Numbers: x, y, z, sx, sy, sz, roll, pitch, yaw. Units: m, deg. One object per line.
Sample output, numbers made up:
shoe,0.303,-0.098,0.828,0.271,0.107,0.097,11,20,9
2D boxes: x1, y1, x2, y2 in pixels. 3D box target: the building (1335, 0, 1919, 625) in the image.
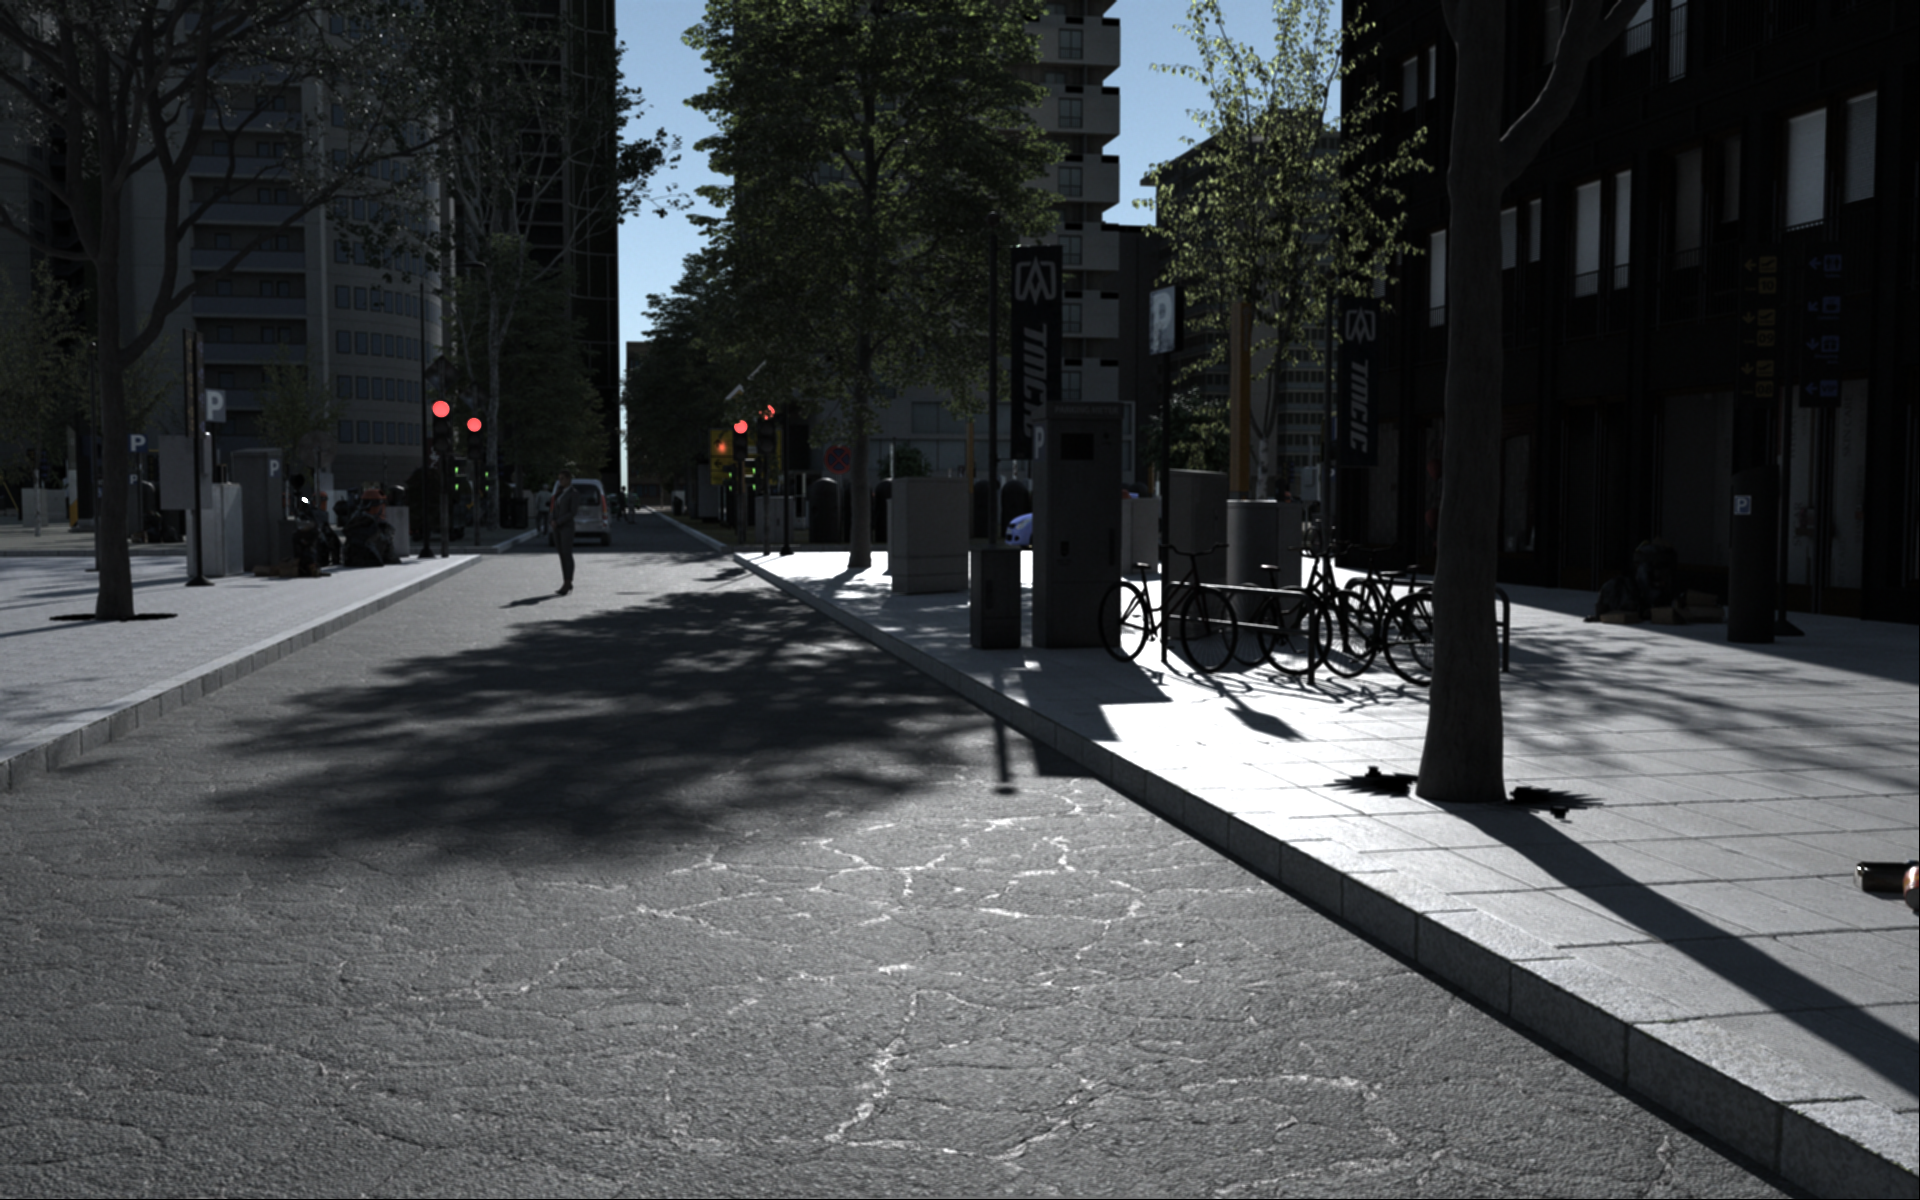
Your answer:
building,14.133,-11.833,23.154,12.332,23.373,15.834,-1,4,-11

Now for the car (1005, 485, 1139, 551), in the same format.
car,2.981,-2.058,43.238,3.694,1.707,1.945,-1,4,-11

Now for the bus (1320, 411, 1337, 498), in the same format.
bus,15.481,-3.232,44.385,12.252,3.916,2.896,-1,4,-9

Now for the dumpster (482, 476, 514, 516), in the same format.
dumpster,-22.629,-5.019,84.550,1.502,2.255,1.985,-1,4,-11

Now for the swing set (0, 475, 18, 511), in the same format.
swing set,-49.631,-5.498,87.508,2.862,2.851,3.119,0,4,-1

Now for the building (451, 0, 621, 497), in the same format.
building,-52.743,-47.428,213.700,20.611,71.187,20.563,-1,4,-11

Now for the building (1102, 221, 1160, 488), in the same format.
building,12.740,-25.396,186.925,14.107,30.474,14.160,-1,4,-11

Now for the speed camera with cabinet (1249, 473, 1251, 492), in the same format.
speed camera with cabinet,11.743,-4.737,71.781,0.660,3.252,2.038,1,4,9

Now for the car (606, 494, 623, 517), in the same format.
car,-22.263,-5.961,109.267,2.131,1.459,4.920,-1,4,-13

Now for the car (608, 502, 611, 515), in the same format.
car,-18.176,-4.502,85.606,2.014,1.417,4.499,-1,4,-13

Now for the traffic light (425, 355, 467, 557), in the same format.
traffic light,-10.413,-2.816,34.971,0.839,4.253,0.868,-1,4,-11

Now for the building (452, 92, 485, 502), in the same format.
building,-57.431,-28.776,162.364,23.993,40.220,32.217,-1,4,-11

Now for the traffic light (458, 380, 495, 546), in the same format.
traffic light,-11.945,-3.296,42.808,0.839,4.253,0.868,-1,4,-11

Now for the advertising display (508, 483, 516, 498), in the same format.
advertising display,-25.716,-5.795,99.965,0.974,1.923,0.123,-2,4,-33

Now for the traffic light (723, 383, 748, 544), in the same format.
traffic light,-5.606,-3.372,44.058,0.839,4.253,0.868,-1,4,-11

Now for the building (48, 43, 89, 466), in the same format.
building,-77.991,-31.666,167.857,14.200,45.320,14.600,-1,4,-11

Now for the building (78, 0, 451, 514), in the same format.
building,-48.952,-35.693,125.578,21.231,58.520,28.212,-1,4,-11

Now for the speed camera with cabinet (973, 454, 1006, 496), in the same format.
speed camera with cabinet,1.252,-5.613,86.104,2.038,3.252,0.660,2,4,28

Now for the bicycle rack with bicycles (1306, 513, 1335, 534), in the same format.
bicycle rack with bicycles,8.425,-1.265,34.068,2.852,0.926,2.925,-1,4,-14

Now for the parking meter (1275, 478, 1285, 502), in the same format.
parking meter,11.984,-3.617,64.851,0.255,1.863,0.399,-1,4,-13

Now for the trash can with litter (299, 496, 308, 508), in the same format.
trash can with litter,-34.305,-4.868,90.984,1.055,1.170,0.624,1,4,9

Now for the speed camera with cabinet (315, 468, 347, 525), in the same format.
speed camera with cabinet,-26.567,-4.822,73.169,0.660,3.252,2.038,-3,5,-43

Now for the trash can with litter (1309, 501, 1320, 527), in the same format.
trash can with litter,13.674,-3.287,65.130,1.055,1.170,0.624,0,4,7

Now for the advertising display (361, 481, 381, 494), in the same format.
advertising display,-28.452,-4.802,83.734,0.123,1.923,0.974,3,5,40

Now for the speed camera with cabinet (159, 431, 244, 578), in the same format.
speed camera with cabinet,-11.571,-1.962,26.413,0.660,3.252,2.038,0,4,-5

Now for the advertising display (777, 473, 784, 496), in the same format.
advertising display,-5.451,-2.937,53.230,0.123,1.923,0.974,-1,4,-18

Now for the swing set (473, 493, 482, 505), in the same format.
swing set,-29.656,-6.950,111.255,3.119,2.851,2.862,0,4,0

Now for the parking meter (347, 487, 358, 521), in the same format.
parking meter,-22.012,-3.326,62.790,0.372,1.533,0.369,0,3,0

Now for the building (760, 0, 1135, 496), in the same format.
building,-2.366,-34.116,147.027,28.713,52.752,27.495,-1,4,-11

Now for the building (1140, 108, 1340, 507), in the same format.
building,33.439,-29.905,180.831,23.993,40.220,32.217,-1,4,-11

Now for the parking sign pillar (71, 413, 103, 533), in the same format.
parking sign pillar,-29.085,-4.259,58.112,1.447,3.967,1.447,0,4,3

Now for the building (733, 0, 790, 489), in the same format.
building,-12.008,-38.612,173.299,21.231,58.520,28.212,-1,4,-11

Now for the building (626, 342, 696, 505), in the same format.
building,-28.185,-23.132,223.251,28.899,21.520,27.650,-1,4,-11

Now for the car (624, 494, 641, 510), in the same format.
car,-30.269,-9.174,158.791,1.959,1.807,4.718,-1,4,-11

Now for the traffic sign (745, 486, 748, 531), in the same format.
traffic sign,-7.365,-3.652,59.708,0.884,2.594,0.081,0,4,-4

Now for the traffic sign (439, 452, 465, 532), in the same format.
traffic sign,-15.365,-3.198,52.396,0.768,2.556,0.104,0,4,-5

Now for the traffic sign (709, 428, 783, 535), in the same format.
traffic sign,-6.650,-3.669,53.866,2.265,3.308,0.079,-1,4,-9

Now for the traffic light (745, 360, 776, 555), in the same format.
traffic light,-4.074,-2.893,36.221,0.839,4.253,0.868,-1,4,-11

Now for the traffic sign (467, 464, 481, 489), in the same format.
traffic sign,-19.709,-4.333,70.852,0.884,2.594,0.081,0,4,-8

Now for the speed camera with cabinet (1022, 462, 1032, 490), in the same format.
speed camera with cabinet,4.619,-6.806,105.610,0.660,3.252,2.038,-2,4,-34

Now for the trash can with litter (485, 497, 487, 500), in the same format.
trash can with litter,-19.808,-3.795,73.436,0.624,1.170,1.055,-1,4,-23

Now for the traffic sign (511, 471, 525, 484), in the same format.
traffic sign,-23.918,-5.730,93.784,0.768,2.556,0.104,0,4,-5

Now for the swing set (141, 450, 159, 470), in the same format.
swing set,-28.657,-3.886,61.163,3.119,2.851,2.862,-1,4,-21

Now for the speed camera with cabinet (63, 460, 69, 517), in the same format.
speed camera with cabinet,-50.965,-6.363,98.373,0.660,3.252,2.038,1,4,10

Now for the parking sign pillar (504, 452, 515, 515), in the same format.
parking sign pillar,-28.089,-7.232,106.718,1.447,3.967,1.447,-1,4,-18

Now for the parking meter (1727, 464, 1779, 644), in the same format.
parking meter,6.858,-0.402,14.976,0.372,1.533,0.369,0,3,0

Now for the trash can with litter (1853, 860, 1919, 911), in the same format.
trash can with litter,3.793,0.343,5.451,2.233,1.210,1.678,-1,4,-12

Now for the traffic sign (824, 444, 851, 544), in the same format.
traffic sign,-3.118,-2.720,44.570,0.768,2.556,0.104,-1,4,-8

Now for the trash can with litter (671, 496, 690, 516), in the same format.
trash can with litter,-16.220,-5.470,100.818,1.055,1.170,0.624,-2,4,-30

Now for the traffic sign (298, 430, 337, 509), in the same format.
traffic sign,-12.775,-2.101,34.460,0.768,2.556,0.104,0,4,-6

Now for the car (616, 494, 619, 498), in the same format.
car,-35.390,-10.030,175.789,2.131,1.459,4.920,-1,4,-10

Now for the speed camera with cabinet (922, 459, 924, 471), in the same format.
speed camera with cabinet,-2.796,-6.354,98.228,2.038,3.252,0.660,2,4,26

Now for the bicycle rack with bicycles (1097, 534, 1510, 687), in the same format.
bicycle rack with bicycles,2.701,0.046,12.631,2.852,0.926,2.925,-2,4,-26

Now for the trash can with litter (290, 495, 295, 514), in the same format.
trash can with litter,-42.504,-6.139,111.426,2.233,1.210,1.678,1,4,18

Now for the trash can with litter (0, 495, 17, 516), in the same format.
trash can with litter,-55.868,-5.543,101.691,1.678,1.210,2.233,3,4,37

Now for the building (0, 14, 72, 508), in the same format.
building,-94.570,-44.214,161.159,20.611,71.187,20.563,-1,4,-11

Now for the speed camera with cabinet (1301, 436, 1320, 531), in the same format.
speed camera with cabinet,12.633,-3.955,58.998,2.038,3.252,0.660,3,5,43
